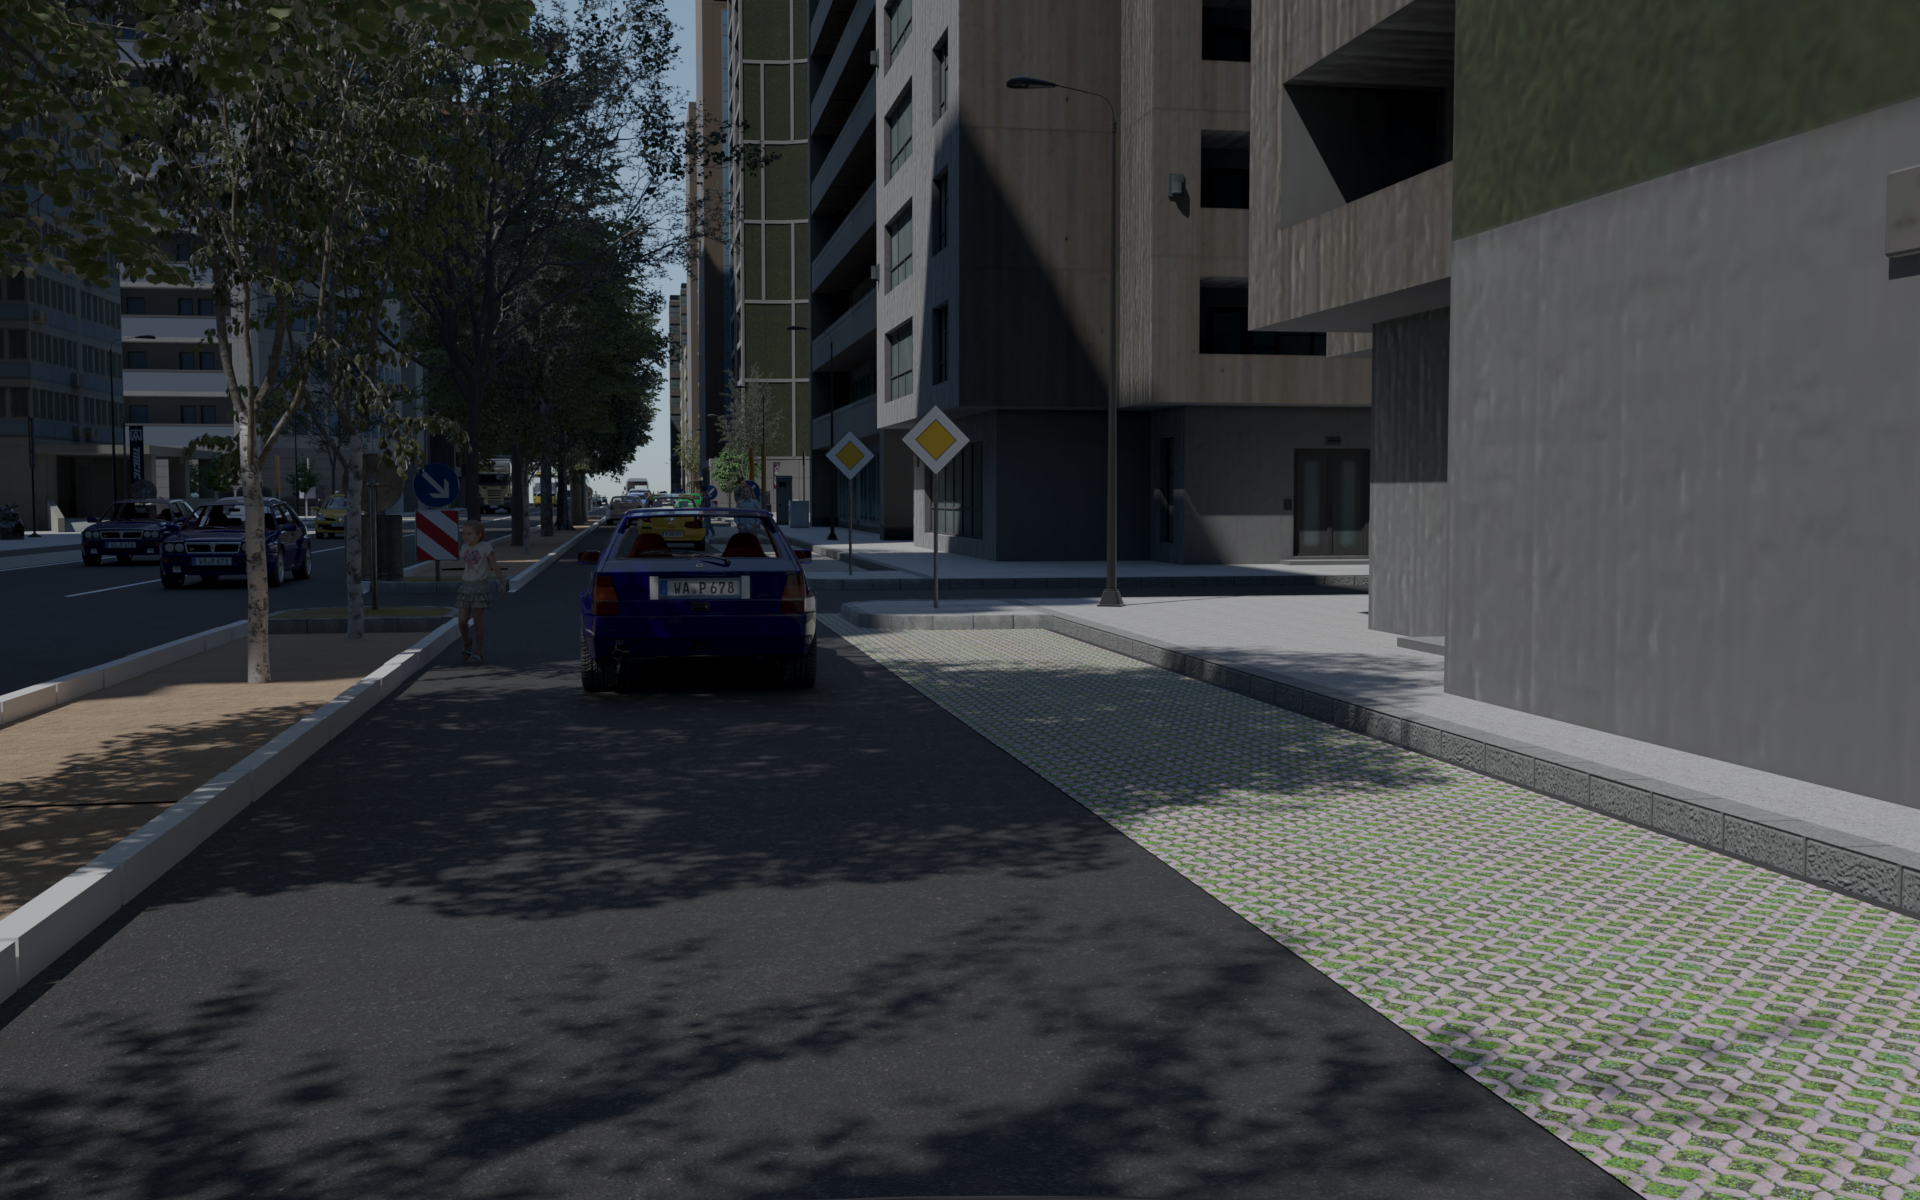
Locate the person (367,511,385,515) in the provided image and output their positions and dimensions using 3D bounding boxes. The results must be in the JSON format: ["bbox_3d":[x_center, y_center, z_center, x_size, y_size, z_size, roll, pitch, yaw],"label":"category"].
[{"bbox_3d":[-10.397,-1.361,30.933,0.473,1.802,0.592,0,4,2],"label":"person"}]

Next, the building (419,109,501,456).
[{"bbox_3d":[-62.741,-32.860,191.883,22.147,44.769,28.867,-1,4,-10],"label":"building"}]

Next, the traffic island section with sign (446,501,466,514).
[{"bbox_3d":[-36.131,-6.983,122.805,1.989,1.847,2.006,-1,4,-10],"label":"traffic island section with sign"}]

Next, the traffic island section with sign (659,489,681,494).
[{"bbox_3d":[-25.256,-8.783,152.224,1.989,1.847,2.006,-1,4,-10],"label":"traffic island section with sign"}]

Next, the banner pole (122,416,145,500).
[{"bbox_3d":[-26.536,-4.007,55.531,0.863,3.779,0.401,0,4,2],"label":"banner pole"}]

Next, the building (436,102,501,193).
[{"bbox_3d":[-66.723,-36.266,216.647,21.300,48.544,21.600,-1,4,-10],"label":"building"}]

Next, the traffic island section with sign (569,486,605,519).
[{"bbox_3d":[-21.496,-5.607,99.817,2.006,1.907,1.989,-1,4,-10],"label":"traffic island section with sign"}]

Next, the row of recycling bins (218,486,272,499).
[{"bbox_3d":[-37.866,-5.106,90.603,3.534,1.692,1.069,-1,4,-17],"label":"row of recycling bins"}]

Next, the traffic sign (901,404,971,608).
[{"bbox_3d":[-0.276,-0.968,19.471,0.795,2.450,0.064,-1,4,-10],"label":"traffic sign"}]

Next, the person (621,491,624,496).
[{"bbox_3d":[-32.130,-9.526,165.194,0.436,1.711,0.756,0,4,4],"label":"person"}]

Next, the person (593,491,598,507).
[{"bbox_3d":[-40.700,-11.311,193.511,0.705,1.814,1.350,-3,4,-37],"label":"person"}]

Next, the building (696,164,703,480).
[{"bbox_3d":[-13.472,-31.143,163.816,22.147,44.769,28.867,-1,4,-10],"label":"building"}]

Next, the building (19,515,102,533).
[{"bbox_3d":[-45.346,-22.656,62.309,32.217,40.220,23.993,-1,4,-10],"label":"building"}]

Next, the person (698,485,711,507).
[{"bbox_3d":[-8.283,-2.899,56.743,0.643,1.720,0.563,-1,4,-19],"label":"person"}]

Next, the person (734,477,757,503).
[{"bbox_3d":[-5.237,-2.100,42.636,0.655,1.846,0.447,-2,4,-28],"label":"person"}]

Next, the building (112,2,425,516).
[{"bbox_3d":[-46.757,-34.672,108.888,21.231,58.520,28.212,-1,4,-10],"label":"building"}]

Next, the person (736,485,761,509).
[{"bbox_3d":[-3.929,-1.333,32.099,0.589,1.601,0.330,1,4,15],"label":"person"}]

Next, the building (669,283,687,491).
[{"bbox_3d":[-35.095,-29.348,251.541,14.160,30.474,14.107,-1,4,-10],"label":"building"}]

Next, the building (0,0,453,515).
[{"bbox_3d":[-56.949,-27.044,134.058,32.217,40.220,23.993,-1,4,-10],"label":"building"}]

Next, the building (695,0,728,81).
[{"bbox_3d":[-14.271,-30.072,141.791,14.600,45.320,14.200,-1,4,-10],"label":"building"}]

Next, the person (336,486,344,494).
[{"bbox_3d":[-28.809,-4.405,80.620,0.635,1.810,0.391,-1,4,-19],"label":"person"}]

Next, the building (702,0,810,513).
[{"bbox_3d":[-8.029,-41.936,123.905,20.563,71.187,20.611,-1,4,-10],"label":"building"}]

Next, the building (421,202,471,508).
[{"bbox_3d":[-51.548,-23.458,155.236,14.160,30.474,14.107,-1,4,-10],"label":"building"}]

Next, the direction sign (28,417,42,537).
[{"bbox_3d":[-27.440,-3.624,51.254,0.379,3.537,0.876,-1,4,-20],"label":"direction sign"}]

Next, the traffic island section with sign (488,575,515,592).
[{"bbox_3d":[-7.756,-1.089,25.941,2.006,1.907,1.989,-1,4,-10],"label":"traffic island section with sign"}]

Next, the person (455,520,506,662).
[{"bbox_3d":[-4.106,-0.085,14.898,0.505,1.210,0.382,1,4,15],"label":"person"}]

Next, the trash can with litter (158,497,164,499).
[{"bbox_3d":[-37.720,-4.355,82.589,1.055,1.170,0.624,-2,4,-34],"label":"trash can with litter"}]

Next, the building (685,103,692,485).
[{"bbox_3d":[-23.600,-33.338,195.190,14.600,45.320,14.200,-1,4,-10],"label":"building"}]

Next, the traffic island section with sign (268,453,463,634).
[{"bbox_3d":[-6.412,-0.643,18.656,2.006,1.907,1.989,-1,4,-10],"label":"traffic island section with sign"}]

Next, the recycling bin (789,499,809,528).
[{"bbox_3d":[-6.130,-3.262,65.894,0.722,1.027,0.722,-1,4,-11],"label":"recycling bin"}]

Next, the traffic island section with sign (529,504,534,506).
[{"bbox_3d":[-56.018,-13.527,229.787,1.989,1.847,2.006,-1,4,-10],"label":"traffic island section with sign"}]

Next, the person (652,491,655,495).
[{"bbox_3d":[-40.568,-13.501,229.252,1.348,1.823,0.705,0,4,-6],"label":"person"}]

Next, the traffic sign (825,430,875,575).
[{"bbox_3d":[-1.735,-1.448,27.322,0.795,2.450,0.064,-1,4,-10],"label":"traffic sign"}]

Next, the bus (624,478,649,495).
[{"bbox_3d":[-38.045,-12.784,203.873,2.948,3.499,13.247,-1,4,-11],"label":"bus"}]

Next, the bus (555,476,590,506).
[{"bbox_3d":[-37.426,-10.585,167.919,2.948,3.499,13.247,-1,4,-10],"label":"bus"}]

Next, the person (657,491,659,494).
[{"bbox_3d":[-29.900,-9.957,171.823,1.217,1.766,0.721,1,4,18],"label":"person"}]

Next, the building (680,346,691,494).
[{"bbox_3d":[-20.899,-22.829,218.293,27.650,21.520,28.899,-1,4,-10],"label":"building"}]

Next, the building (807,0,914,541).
[{"bbox_3d":[6.468,-26.586,58.383,21.300,48.544,21.600,-1,4,-10],"label":"building"}]

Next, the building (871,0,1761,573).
[{"bbox_3d":[5.972,-16.175,36.163,14.107,30.474,14.160,-1,4,-10],"label":"building"}]

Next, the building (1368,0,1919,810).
[{"bbox_3d":[9.644,-14.795,13.598,14.160,30.474,14.107,-1,4,-10],"label":"building"}]

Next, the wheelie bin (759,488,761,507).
[{"bbox_3d":[-11.154,-5.386,95.969,0.693,1.594,0.980,2,4,34],"label":"wheelie bin"}]

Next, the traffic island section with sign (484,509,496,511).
[{"bbox_3d":[-41.063,-8.604,149.307,1.989,1.847,2.006,-1,4,-10],"label":"traffic island section with sign"}]

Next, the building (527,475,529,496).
[{"bbox_3d":[-66.817,-28.459,237.006,14.160,30.474,14.107,-1,4,-10],"label":"building"}]

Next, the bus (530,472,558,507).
[{"bbox_3d":[-45.558,-12.222,191.375,2.896,3.916,12.252,-1,4,-10],"label":"bus"}]

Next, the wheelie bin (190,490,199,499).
[{"bbox_3d":[-41.573,-5.281,94.250,0.693,1.594,0.980,-3,4,-37],"label":"wheelie bin"}]

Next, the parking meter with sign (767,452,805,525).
[{"bbox_3d":[-7.285,-4.614,71.694,1.738,3.016,0.543,0,4,-3],"label":"parking meter with sign"}]
